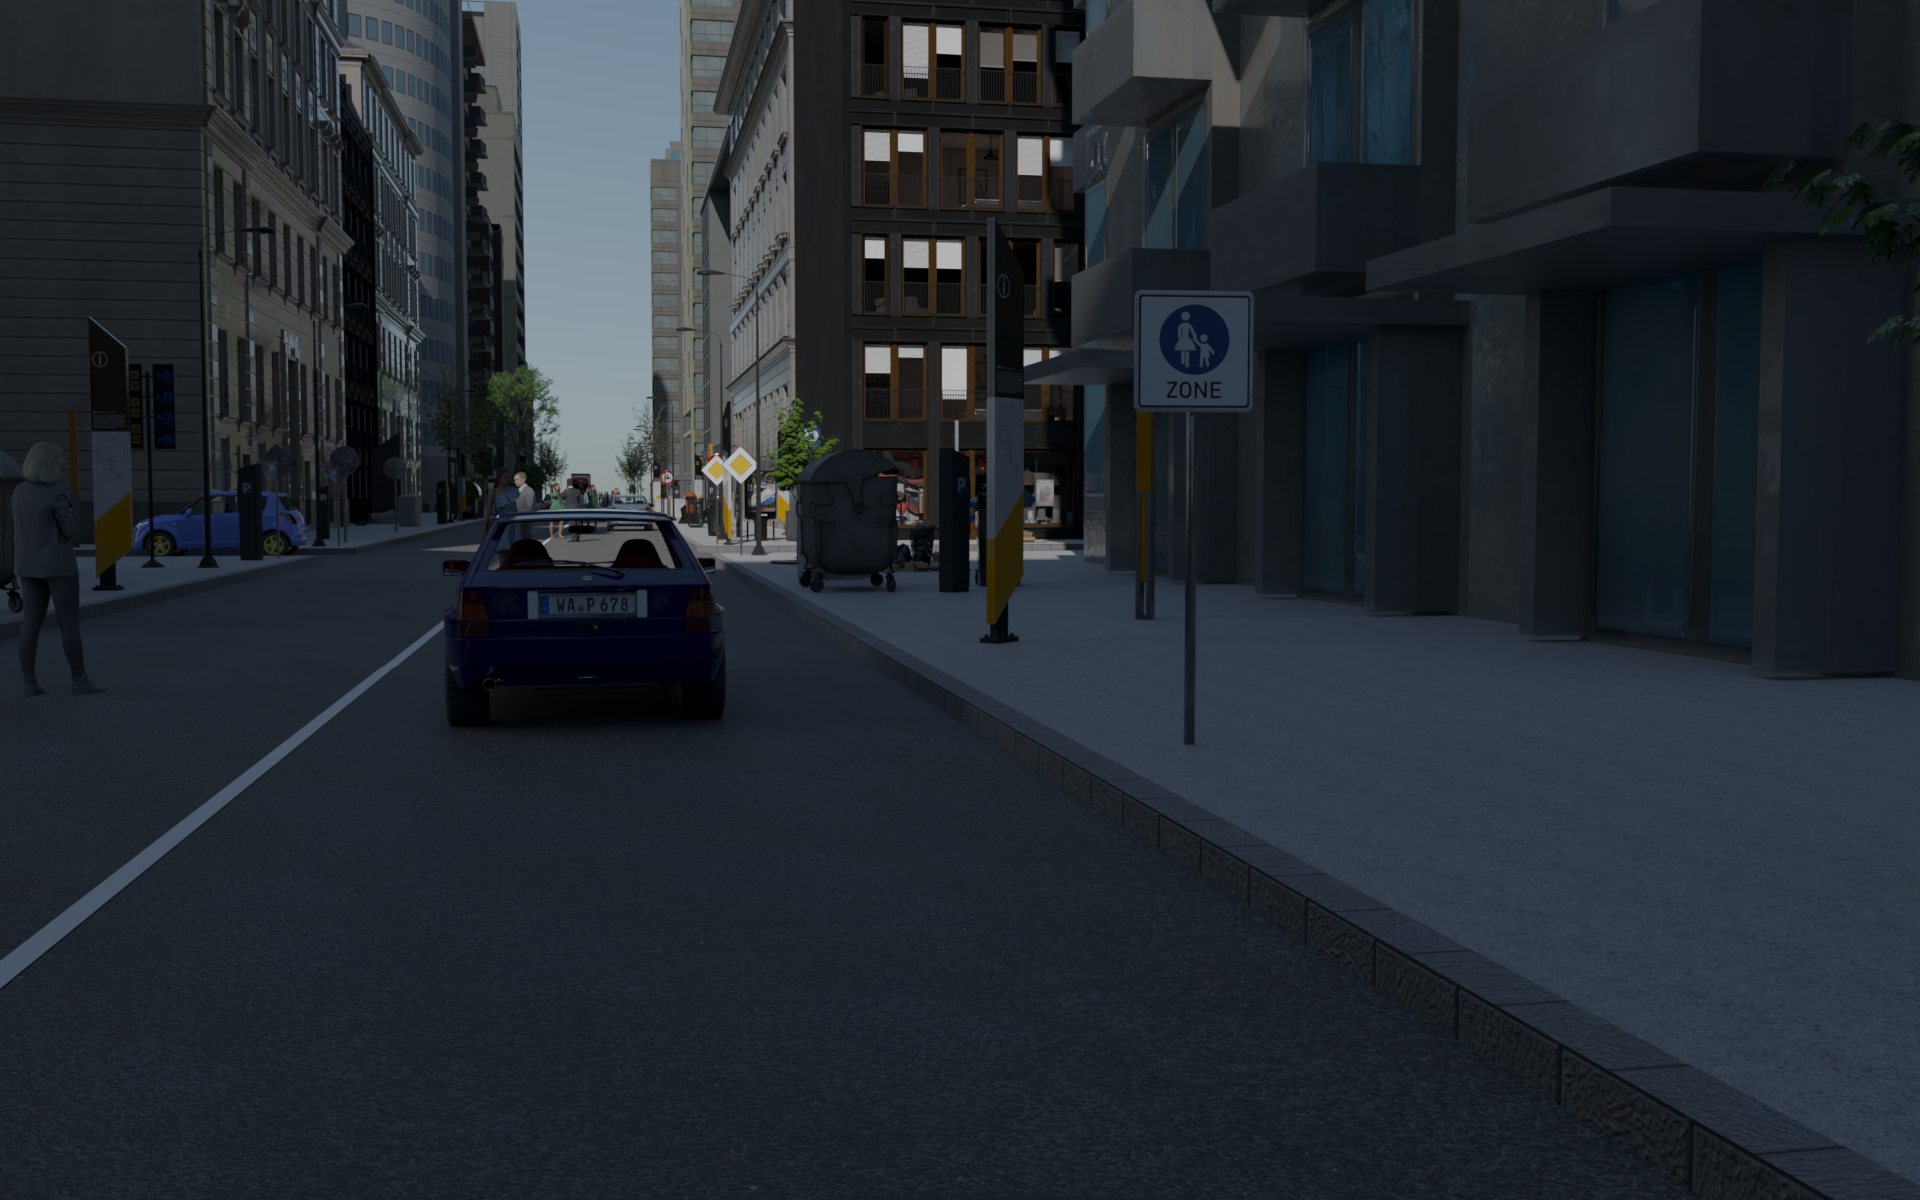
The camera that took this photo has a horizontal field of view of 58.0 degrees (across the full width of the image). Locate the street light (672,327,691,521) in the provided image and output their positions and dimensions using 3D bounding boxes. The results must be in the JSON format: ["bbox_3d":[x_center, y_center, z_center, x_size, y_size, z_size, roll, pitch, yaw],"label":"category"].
[{"bbox_3d":[-7.199,-4.638,48.368,1.470,5.913,1.316,-1,4,-12],"label":"street light"}]

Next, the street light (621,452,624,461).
[{"bbox_3d":[-39.213,-14.238,205.325,1.470,5.913,1.316,-1,4,-12],"label":"street light"}]

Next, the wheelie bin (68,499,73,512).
[{"bbox_3d":[-15.064,-1.268,28.642,0.693,1.594,0.980,-2,4,-30],"label":"wheelie bin"}]

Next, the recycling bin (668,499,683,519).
[{"bbox_3d":[-15.070,-4.913,92.888,0.722,1.027,0.722,0,4,8],"label":"recycling bin"}]

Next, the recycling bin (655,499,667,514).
[{"bbox_3d":[-16.643,-5.164,96.978,0.722,1.027,0.722,0,4,7],"label":"recycling bin"}]

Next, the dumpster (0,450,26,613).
[{"bbox_3d":[-10.579,-0.744,17.925,1.264,1.857,1.865,-1,4,-12],"label":"dumpster"}]

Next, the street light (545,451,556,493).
[{"bbox_3d":[-47.346,-13.928,200.266,1.470,5.913,1.316,-1,4,-12],"label":"street light"}]

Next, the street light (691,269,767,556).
[{"bbox_3d":[-4.746,-3.883,36.021,1.470,5.913,1.316,-1,4,-12],"label":"street light"}]

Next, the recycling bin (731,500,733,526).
[{"bbox_3d":[-9.483,-3.428,68.605,0.722,1.027,0.722,3,5,43],"label":"recycling bin"}]

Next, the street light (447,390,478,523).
[{"bbox_3d":[-22.121,-6.387,76.976,1.470,5.913,1.316,-1,4,-12],"label":"street light"}]

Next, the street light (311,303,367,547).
[{"bbox_3d":[-15.118,-4.261,42.203,1.470,5.913,1.316,-1,4,-12],"label":"street light"}]

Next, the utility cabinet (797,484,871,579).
[{"bbox_3d":[-1.862,-1.064,26.072,1.173,1.500,0.318,-2,4,-35],"label":"utility cabinet"}]

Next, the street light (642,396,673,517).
[{"bbox_3d":[-14.232,-6.731,82.590,1.470,5.913,1.316,-1,4,-12],"label":"street light"}]

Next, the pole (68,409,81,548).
[{"bbox_3d":[-21.159,-2.908,41.384,0.158,3.312,0.155,0,3,0],"label":"pole"}]

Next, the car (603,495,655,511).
[{"bbox_3d":[-12.984,-3.423,67.976,2.014,1.417,4.499,-1,4,-12],"label":"car"}]

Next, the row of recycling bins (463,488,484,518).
[{"bbox_3d":[-26.063,-5.242,92.822,1.069,1.692,3.534,-1,4,-21],"label":"row of recycling bins"}]

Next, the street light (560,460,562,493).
[{"bbox_3d":[-54.449,-16.040,234.790,1.470,5.913,1.316,-1,4,-12],"label":"street light"}]

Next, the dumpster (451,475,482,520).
[{"bbox_3d":[-24.823,-5.161,86.868,1.502,2.255,1.985,-1,4,-12],"label":"dumpster"}]

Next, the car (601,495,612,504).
[{"bbox_3d":[-49.190,-14.055,242.160,2.083,1.381,4.827,-1,4,-11],"label":"car"}]

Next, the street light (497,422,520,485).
[{"bbox_3d":[-30.443,-8.853,117.294,1.470,5.913,1.316,-1,4,-12],"label":"street light"}]

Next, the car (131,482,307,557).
[{"bbox_3d":[-16.794,-1.816,39.277,3.694,1.707,1.945,-1,4,-13],"label":"car"}]

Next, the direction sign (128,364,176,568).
[{"bbox_3d":[-14.129,-2.337,30.205,0.876,3.537,0.379,0,4,-8],"label":"direction sign"}]

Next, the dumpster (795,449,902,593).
[{"bbox_3d":[-1.493,-1.068,23.220,1.264,1.857,1.865,-1,4,-11],"label":"dumpster"}]

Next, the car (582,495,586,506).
[{"bbox_3d":[-46.000,-11.988,208.362,2.083,1.381,4.827,-1,4,-12],"label":"car"}]

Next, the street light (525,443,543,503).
[{"bbox_3d":[-37.442,-10.955,151.656,1.470,5.913,1.316,-1,4,-12],"label":"street light"}]

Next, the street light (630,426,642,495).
[{"bbox_3d":[-22.473,-9.206,123.054,1.470,5.913,1.316,-1,4,-12],"label":"street light"}]

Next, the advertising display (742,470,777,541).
[{"bbox_3d":[-5.435,-2.569,47.210,0.974,1.923,0.123,-3,5,-40],"label":"advertising display"}]

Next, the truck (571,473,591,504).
[{"bbox_3d":[-51.867,-15.171,236.963,2.839,4.237,11.283,-1,4,-11],"label":"truck"}]

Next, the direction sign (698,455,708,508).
[{"bbox_3d":[-14.873,-6.676,101.154,0.876,3.537,0.379,0,4,-2],"label":"direction sign"}]

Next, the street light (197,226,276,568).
[{"bbox_3d":[-12.567,-3.521,30.109,1.470,5.913,1.316,-1,4,-12],"label":"street light"}]

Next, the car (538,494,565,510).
[{"bbox_3d":[-26.033,-6.276,111.648,2.155,1.783,4.494,-1,4,-10],"label":"car"}]

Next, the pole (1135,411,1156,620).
[{"bbox_3d":[1.894,-1.456,17.641,0.158,3.312,0.155,0,3,0],"label":"pole"}]

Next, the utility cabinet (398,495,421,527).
[{"bbox_3d":[-21.830,-3.514,68.620,1.020,1.237,0.306,2,4,33],"label":"utility cabinet"}]

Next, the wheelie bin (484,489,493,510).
[{"bbox_3d":[-28.521,-5.973,105.573,0.980,1.594,0.693,-2,4,-27],"label":"wheelie bin"}]

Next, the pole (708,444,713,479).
[{"bbox_3d":[-10.092,-4.664,70.098,0.158,3.312,0.155,0,3,0],"label":"pole"}]

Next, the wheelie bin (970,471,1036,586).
[{"bbox_3d":[0.572,-0.996,24.200,0.980,1.594,0.693,0,4,-3],"label":"wheelie bin"}]

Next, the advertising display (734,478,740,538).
[{"bbox_3d":[-6.566,-2.820,51.326,0.123,1.923,0.974,-1,4,-14],"label":"advertising display"}]

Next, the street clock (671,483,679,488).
[{"bbox_3d":[-18.172,-6.478,110.485,0.471,2.002,0.358,-2,4,-31],"label":"street clock"}]

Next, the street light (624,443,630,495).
[{"bbox_3d":[-29.550,-11.302,157.330,1.470,5.913,1.316,-1,4,-12],"label":"street light"}]

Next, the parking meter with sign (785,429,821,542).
[{"bbox_3d":[-4.305,-3.087,46.738,0.543,3.016,1.738,-2,4,-24],"label":"parking meter with sign"}]

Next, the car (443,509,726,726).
[{"bbox_3d":[-2.649,0.025,12.173,1.945,1.354,3.894,-1,4,-13],"label":"car"}]

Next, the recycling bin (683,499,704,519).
[{"bbox_3d":[-13.814,-4.752,90.244,0.722,1.027,0.722,1,4,14],"label":"recycling bin"}]
